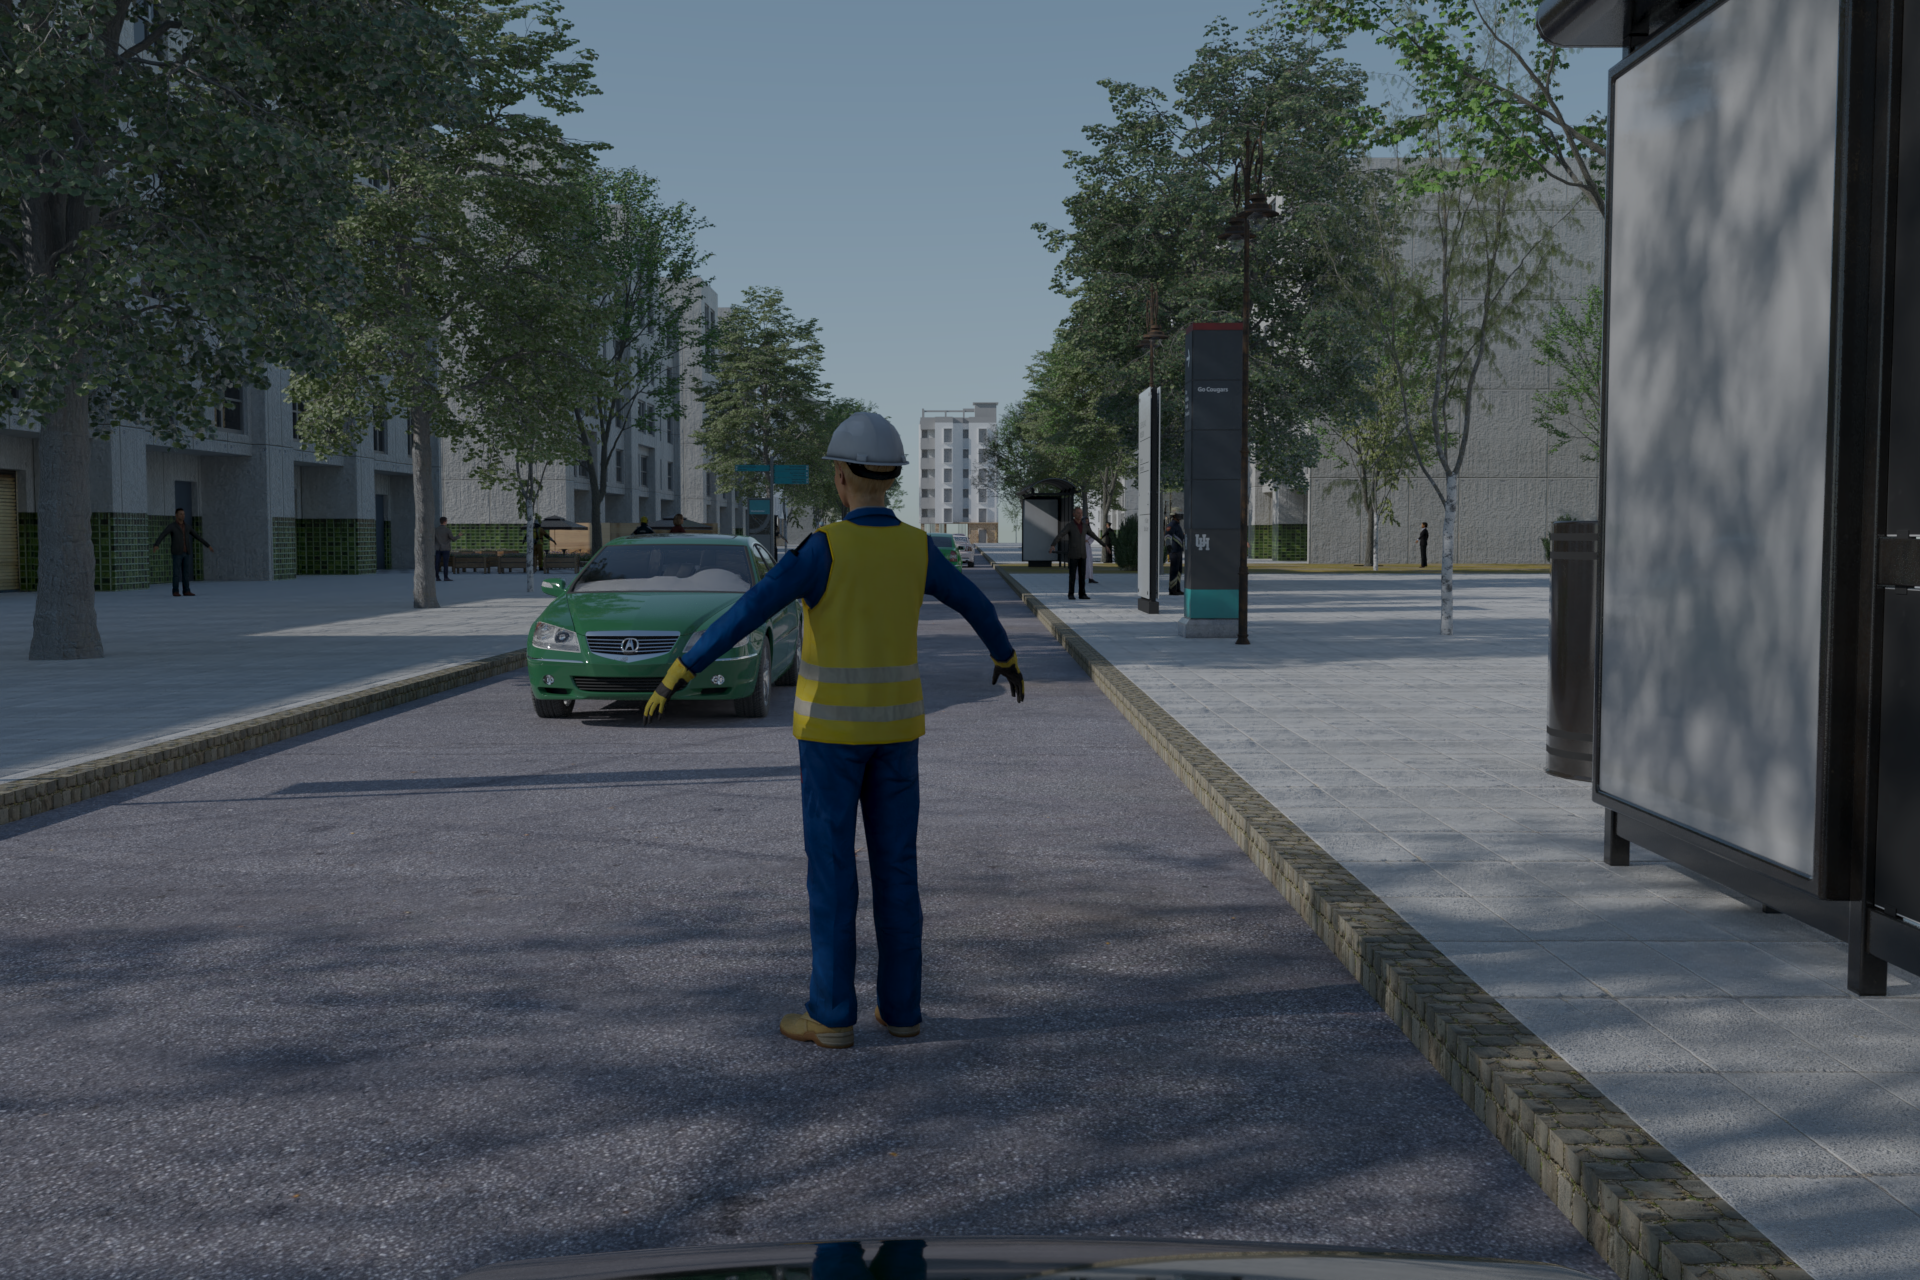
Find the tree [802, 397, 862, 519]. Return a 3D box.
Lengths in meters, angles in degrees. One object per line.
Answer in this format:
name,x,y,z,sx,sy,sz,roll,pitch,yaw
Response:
tree,-9.906,-13.806,143.850,7.486,12.596,7.792,0,3,0

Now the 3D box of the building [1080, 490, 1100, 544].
building,20.825,-17.212,223.561,9.099,9.664,28.070,0,4,0

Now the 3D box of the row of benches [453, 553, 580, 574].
row of benches,-14.437,-2.482,56.052,4.104,0.672,1.422,0,4,-4

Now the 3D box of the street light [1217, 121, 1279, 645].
street light,3.292,-2.887,19.986,0.468,5.910,1.993,0,4,0

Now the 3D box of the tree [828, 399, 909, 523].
tree,-9.600,-15.591,161.565,9.857,13.997,8.962,0,3,0

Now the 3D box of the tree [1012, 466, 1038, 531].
tree,6.098,-11.726,142.076,4.360,8.622,3.978,0,3,0

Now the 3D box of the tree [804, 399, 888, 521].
tree,-8.844,-12.644,132.489,9.928,11.665,9.643,0,3,0

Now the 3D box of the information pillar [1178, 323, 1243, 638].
information pillar,3.151,-1.970,21.582,0.750,3.857,0.750,0,4,0

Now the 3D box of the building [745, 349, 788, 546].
building,-24.028,-19.630,177.370,16.016,20.090,11.380,0,4,1

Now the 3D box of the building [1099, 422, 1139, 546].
building,24.672,-19.582,186.621,16.747,18.905,31.486,0,3,0

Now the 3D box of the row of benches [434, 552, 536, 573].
row of benches,-16.046,-2.623,58.355,4.104,0.672,1.422,1,4,21

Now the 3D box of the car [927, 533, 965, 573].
car,-0.831,-2.477,49.303,1.959,1.807,4.718,0,4,0

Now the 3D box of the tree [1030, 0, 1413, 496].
tree,6.481,-8.316,42.621,9.857,13.997,8.962,0,3,0

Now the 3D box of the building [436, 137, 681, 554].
building,-26.032,-13.869,93.215,16.747,18.905,31.486,0,4,0

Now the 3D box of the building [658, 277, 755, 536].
building,-26.210,-16.442,135.283,16.747,18.905,31.486,0,4,0

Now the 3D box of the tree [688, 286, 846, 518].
tree,-9.170,-9.897,79.947,7.486,12.596,7.792,0,3,0

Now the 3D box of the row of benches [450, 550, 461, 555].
row of benches,-21.005,-3.276,69.020,1.422,0.672,4.104,0,4,7

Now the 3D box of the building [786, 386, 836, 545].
building,-25.441,-23.501,215.170,19.493,23.208,18.063,0,4,1

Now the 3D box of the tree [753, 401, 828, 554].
tree,-9.149,-8.738,93.230,4.737,8.622,4.395,0,3,0

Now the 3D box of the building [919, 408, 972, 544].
building,-5.484,-23.999,251.252,11.380,20.090,16.016,-1,4,-9

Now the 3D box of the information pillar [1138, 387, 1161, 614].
information pillar,3.102,-2.271,28.451,0.184,3.620,1.656,0,4,0

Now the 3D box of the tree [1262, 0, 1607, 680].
tree,5.784,-5.414,14.267,9.928,11.665,9.643,0,3,0

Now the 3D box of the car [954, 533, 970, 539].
car,-0.177,-9.110,157.980,2.155,1.783,4.494,0,4,-1

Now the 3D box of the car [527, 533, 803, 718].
car,-2.413,-0.197,15.027,2.131,1.459,4.920,0,3,0

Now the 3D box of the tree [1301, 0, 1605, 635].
tree,6.138,-4.359,21.634,4.360,8.622,3.978,0,3,0

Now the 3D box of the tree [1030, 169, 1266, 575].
tree,6.101,-8.367,54.923,7.486,12.596,7.792,0,3,0

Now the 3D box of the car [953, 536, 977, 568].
car,-0.309,-3.866,75.564,2.083,1.381,4.827,0,4,0

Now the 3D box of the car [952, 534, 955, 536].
car,-1.025,-8.359,146.458,2.009,1.686,4.222,0,4,-1

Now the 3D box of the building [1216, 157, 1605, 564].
building,23.514,-13.678,90.100,16.747,18.905,31.486,0,4,0

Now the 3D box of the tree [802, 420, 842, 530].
tree,-8.766,-9.700,108.955,4.737,8.622,4.395,0,3,0

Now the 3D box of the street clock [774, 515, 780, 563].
street clock,-7.012,-3.738,65.692,0.358,2.002,0.471,0,4,1

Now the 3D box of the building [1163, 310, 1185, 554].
building,22.893,-17.696,120.261,19.493,23.208,18.063,0,4,0

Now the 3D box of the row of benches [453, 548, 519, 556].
row of benches,-20.762,-3.661,75.319,1.422,0.672,4.104,2,4,25

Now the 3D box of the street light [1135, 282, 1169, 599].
street light,3.533,-3.622,32.007,0.468,5.910,1.993,0,4,0

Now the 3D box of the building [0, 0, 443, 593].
building,-27.251,-11.045,47.042,16.747,18.905,31.486,0,3,0

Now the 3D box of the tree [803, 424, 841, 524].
tree,-9.297,-10.033,114.400,4.737,8.622,4.395,0,3,0
